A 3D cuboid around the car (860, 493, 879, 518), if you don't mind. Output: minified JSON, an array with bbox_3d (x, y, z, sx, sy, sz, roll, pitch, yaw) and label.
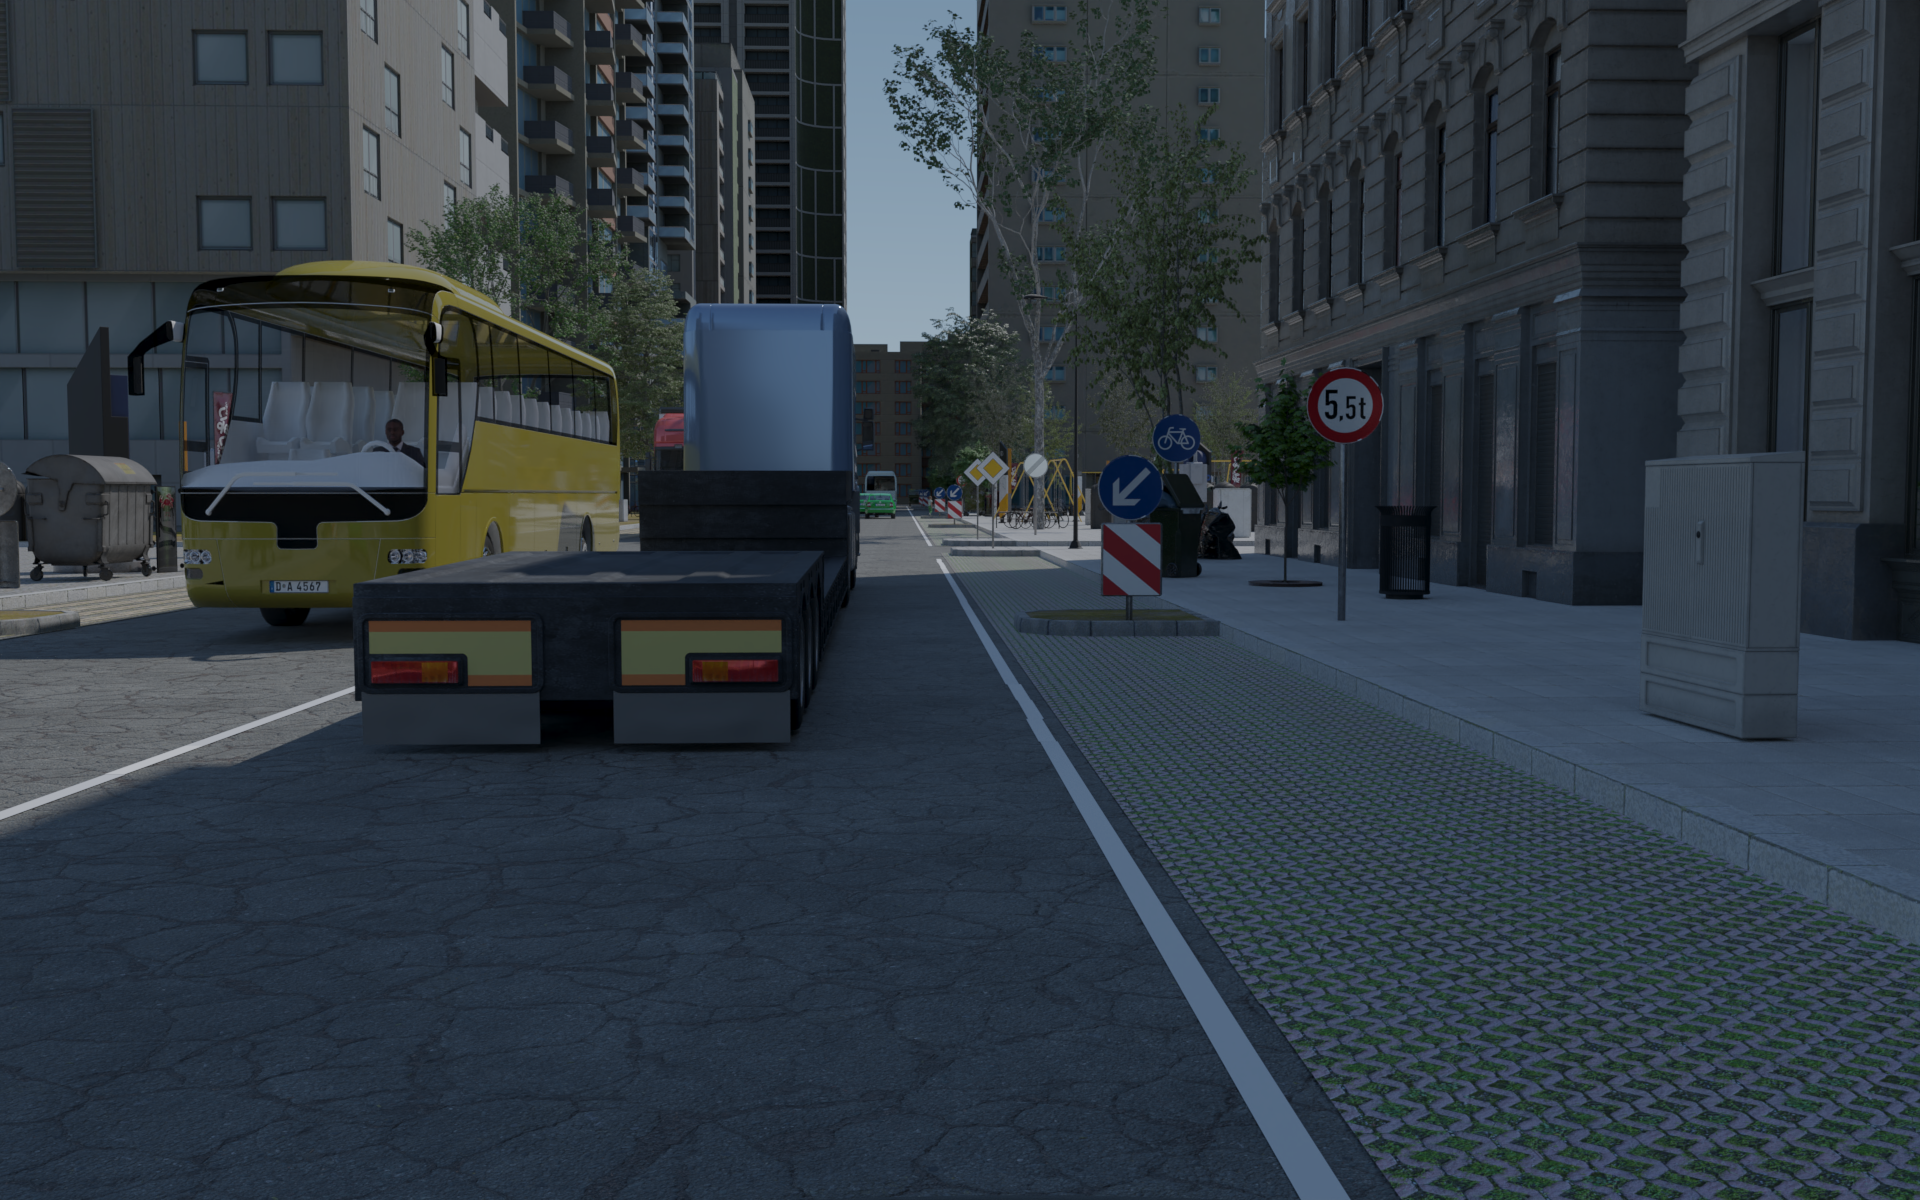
[{"bbox_3d":[-5.882,-5.987,106.678,1.959,1.807,4.718,0,4,-3],"label":"car"}]

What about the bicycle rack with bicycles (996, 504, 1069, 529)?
[{"bbox_3d":[2.722,-3.133,64.612,2.925,0.926,2.852,-1,4,-22],"label":"bicycle rack with bicycles"}]

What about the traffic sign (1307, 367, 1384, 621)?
[{"bbox_3d":[3.870,-1.063,17.488,0.768,2.556,0.104,0,4,3],"label":"traffic sign"}]

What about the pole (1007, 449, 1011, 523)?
[{"bbox_3d":[2.208,-5.133,77.760,0.158,3.312,0.155,0,3,0],"label":"pole"}]

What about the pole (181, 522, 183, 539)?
[{"bbox_3d":[-21.833,-3.358,48.740,0.158,3.312,0.155,0,3,0],"label":"pole"}]

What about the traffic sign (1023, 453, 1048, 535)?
[{"bbox_3d":[2.360,-3.298,54.029,0.768,2.556,0.104,0,4,2],"label":"traffic sign"}]

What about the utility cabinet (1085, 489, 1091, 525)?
[{"bbox_3d":[5.406,-3.862,71.828,0.318,1.500,1.173,1,4,10],"label":"utility cabinet"}]

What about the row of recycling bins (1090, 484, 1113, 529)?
[{"bbox_3d":[5.984,-3.525,64.742,1.069,1.692,3.534,3,4,37],"label":"row of recycling bins"}]

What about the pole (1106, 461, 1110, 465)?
[{"bbox_3d":[9.032,-6.852,105.873,0.158,3.312,0.155,0,3,0],"label":"pole"}]

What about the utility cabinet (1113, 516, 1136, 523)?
[{"bbox_3d":[3.124,-1.487,32.987,0.318,1.500,1.173,1,4,12],"label":"utility cabinet"}]

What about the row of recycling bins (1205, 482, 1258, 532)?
[{"bbox_3d":[10.351,-3.188,59.243,3.534,1.692,1.069,-1,4,-10],"label":"row of recycling bins"}]

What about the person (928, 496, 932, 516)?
[{"bbox_3d":[-1.911,-5.985,110.595,0.306,1.304,0.590,1,4,15],"label":"person"}]

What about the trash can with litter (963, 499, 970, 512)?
[{"bbox_3d":[0.705,-6.892,124.066,1.055,1.170,0.624,0,4,3],"label":"trash can with litter"}]

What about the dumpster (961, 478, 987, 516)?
[{"bbox_3d":[0.806,-5.977,100.224,1.502,2.255,1.985,0,4,-2],"label":"dumpster"}]

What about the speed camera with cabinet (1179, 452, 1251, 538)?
[{"bbox_3d":[7.470,-3.446,50.685,2.038,3.252,0.660,-1,4,-12],"label":"speed camera with cabinet"}]

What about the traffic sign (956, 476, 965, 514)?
[{"bbox_3d":[0.158,-6.767,110.743,0.768,2.556,0.104,0,4,7],"label":"traffic sign"}]

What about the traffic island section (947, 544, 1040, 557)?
[{"bbox_3d":[0.797,-1.133,40.800,2.009,0.180,2.903,0,4,-2],"label":"traffic island section"}]

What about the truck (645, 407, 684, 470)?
[{"bbox_3d":[-8.613,-4.233,58.128,2.839,4.237,11.283,0,4,-4],"label":"truck"}]

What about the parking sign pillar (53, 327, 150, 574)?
[{"bbox_3d":[-14.179,-2.449,28.512,1.447,3.967,1.447,3,5,40],"label":"parking sign pillar"}]

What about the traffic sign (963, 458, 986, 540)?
[{"bbox_3d":[0.494,-2.756,48.702,0.795,2.450,0.064,0,4,-2],"label":"traffic sign"}]

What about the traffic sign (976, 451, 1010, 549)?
[{"bbox_3d":[0.774,-2.268,40.721,0.795,2.450,0.064,0,4,-2],"label":"traffic sign"}]

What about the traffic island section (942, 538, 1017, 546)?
[{"bbox_3d":[0.517,-1.621,48.780,2.009,0.180,2.903,0,4,-2],"label":"traffic island section"}]

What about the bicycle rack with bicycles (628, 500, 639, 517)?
[{"bbox_3d":[-17.252,-5.140,97.422,2.925,0.926,2.852,3,5,44],"label":"bicycle rack with bicycles"}]

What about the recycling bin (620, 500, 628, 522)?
[{"bbox_3d":[-15.816,-4.134,80.147,0.722,1.027,0.722,0,4,4],"label":"recycling bin"}]

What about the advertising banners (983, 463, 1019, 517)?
[{"bbox_3d":[2.298,-6.197,97.513,2.074,3.025,0.090,1,4,16],"label":"advertising banners"}]

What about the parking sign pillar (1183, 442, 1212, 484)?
[{"bbox_3d":[10.316,-5.315,75.378,1.447,3.967,1.447,-3,5,-41],"label":"parking sign pillar"}]

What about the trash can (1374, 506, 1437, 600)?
[{"bbox_3d":[5.460,-0.587,21.245,0.748,1.137,0.748,0,3,0],"label":"trash can"}]

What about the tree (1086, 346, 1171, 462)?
[{"bbox_3d":[8.021,-8.188,84.241,4.360,8.622,3.978,0,3,0],"label":"tree"}]

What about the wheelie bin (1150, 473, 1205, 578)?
[{"bbox_3d":[3.292,-1.149,26.700,0.693,1.594,0.980,3,5,44],"label":"wheelie bin"}]

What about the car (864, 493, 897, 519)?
[{"bbox_3d":[-4.674,-5.670,101.494,1.959,1.807,4.718,0,4,-3],"label":"car"}]

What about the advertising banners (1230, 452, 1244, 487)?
[{"bbox_3d":[10.304,-4.472,69.300,2.074,3.025,0.090,1,4,12],"label":"advertising banners"}]

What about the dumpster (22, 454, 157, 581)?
[{"bbox_3d":[-13.115,-1.246,26.134,1.264,1.857,1.865,0,4,-2],"label":"dumpster"}]

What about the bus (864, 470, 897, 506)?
[{"bbox_3d":[-6.685,-9.241,145.952,2.948,3.499,13.247,0,4,-3],"label":"bus"}]

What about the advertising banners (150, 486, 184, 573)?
[{"bbox_3d":[-12.767,-2.001,28.899,0.090,3.025,2.074,1,4,15],"label":"advertising banners"}]

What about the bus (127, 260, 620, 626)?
[{"bbox_3d":[-6.512,-1.869,22.110,2.896,3.916,12.252,0,4,-3],"label":"bus"}]

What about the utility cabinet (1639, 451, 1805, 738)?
[{"bbox_3d":[4.136,-0.050,9.491,0.318,1.500,1.173,0,4,-4],"label":"utility cabinet"}]

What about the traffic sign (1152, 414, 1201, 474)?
[{"bbox_3d":[3.459,-1.690,27.736,0.768,2.556,0.104,0,4,8],"label":"traffic sign"}]

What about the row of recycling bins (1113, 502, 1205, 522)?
[{"bbox_3d":[7.428,-3.354,61.944,3.534,1.692,1.069,0,4,-7],"label":"row of recycling bins"}]

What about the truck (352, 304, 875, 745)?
[{"bbox_3d":[-2.485,-1.774,18.766,2.967,4.110,18.799,0,4,-2],"label":"truck"}]

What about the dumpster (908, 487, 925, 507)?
[{"bbox_3d":[-4.926,-11.815,198.124,1.985,2.255,1.502,0,4,-3],"label":"dumpster"}]

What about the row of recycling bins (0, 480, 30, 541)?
[{"bbox_3d":[-24.610,-2.465,47.422,3.534,1.692,1.069,0,4,-3],"label":"row of recycling bins"}]
